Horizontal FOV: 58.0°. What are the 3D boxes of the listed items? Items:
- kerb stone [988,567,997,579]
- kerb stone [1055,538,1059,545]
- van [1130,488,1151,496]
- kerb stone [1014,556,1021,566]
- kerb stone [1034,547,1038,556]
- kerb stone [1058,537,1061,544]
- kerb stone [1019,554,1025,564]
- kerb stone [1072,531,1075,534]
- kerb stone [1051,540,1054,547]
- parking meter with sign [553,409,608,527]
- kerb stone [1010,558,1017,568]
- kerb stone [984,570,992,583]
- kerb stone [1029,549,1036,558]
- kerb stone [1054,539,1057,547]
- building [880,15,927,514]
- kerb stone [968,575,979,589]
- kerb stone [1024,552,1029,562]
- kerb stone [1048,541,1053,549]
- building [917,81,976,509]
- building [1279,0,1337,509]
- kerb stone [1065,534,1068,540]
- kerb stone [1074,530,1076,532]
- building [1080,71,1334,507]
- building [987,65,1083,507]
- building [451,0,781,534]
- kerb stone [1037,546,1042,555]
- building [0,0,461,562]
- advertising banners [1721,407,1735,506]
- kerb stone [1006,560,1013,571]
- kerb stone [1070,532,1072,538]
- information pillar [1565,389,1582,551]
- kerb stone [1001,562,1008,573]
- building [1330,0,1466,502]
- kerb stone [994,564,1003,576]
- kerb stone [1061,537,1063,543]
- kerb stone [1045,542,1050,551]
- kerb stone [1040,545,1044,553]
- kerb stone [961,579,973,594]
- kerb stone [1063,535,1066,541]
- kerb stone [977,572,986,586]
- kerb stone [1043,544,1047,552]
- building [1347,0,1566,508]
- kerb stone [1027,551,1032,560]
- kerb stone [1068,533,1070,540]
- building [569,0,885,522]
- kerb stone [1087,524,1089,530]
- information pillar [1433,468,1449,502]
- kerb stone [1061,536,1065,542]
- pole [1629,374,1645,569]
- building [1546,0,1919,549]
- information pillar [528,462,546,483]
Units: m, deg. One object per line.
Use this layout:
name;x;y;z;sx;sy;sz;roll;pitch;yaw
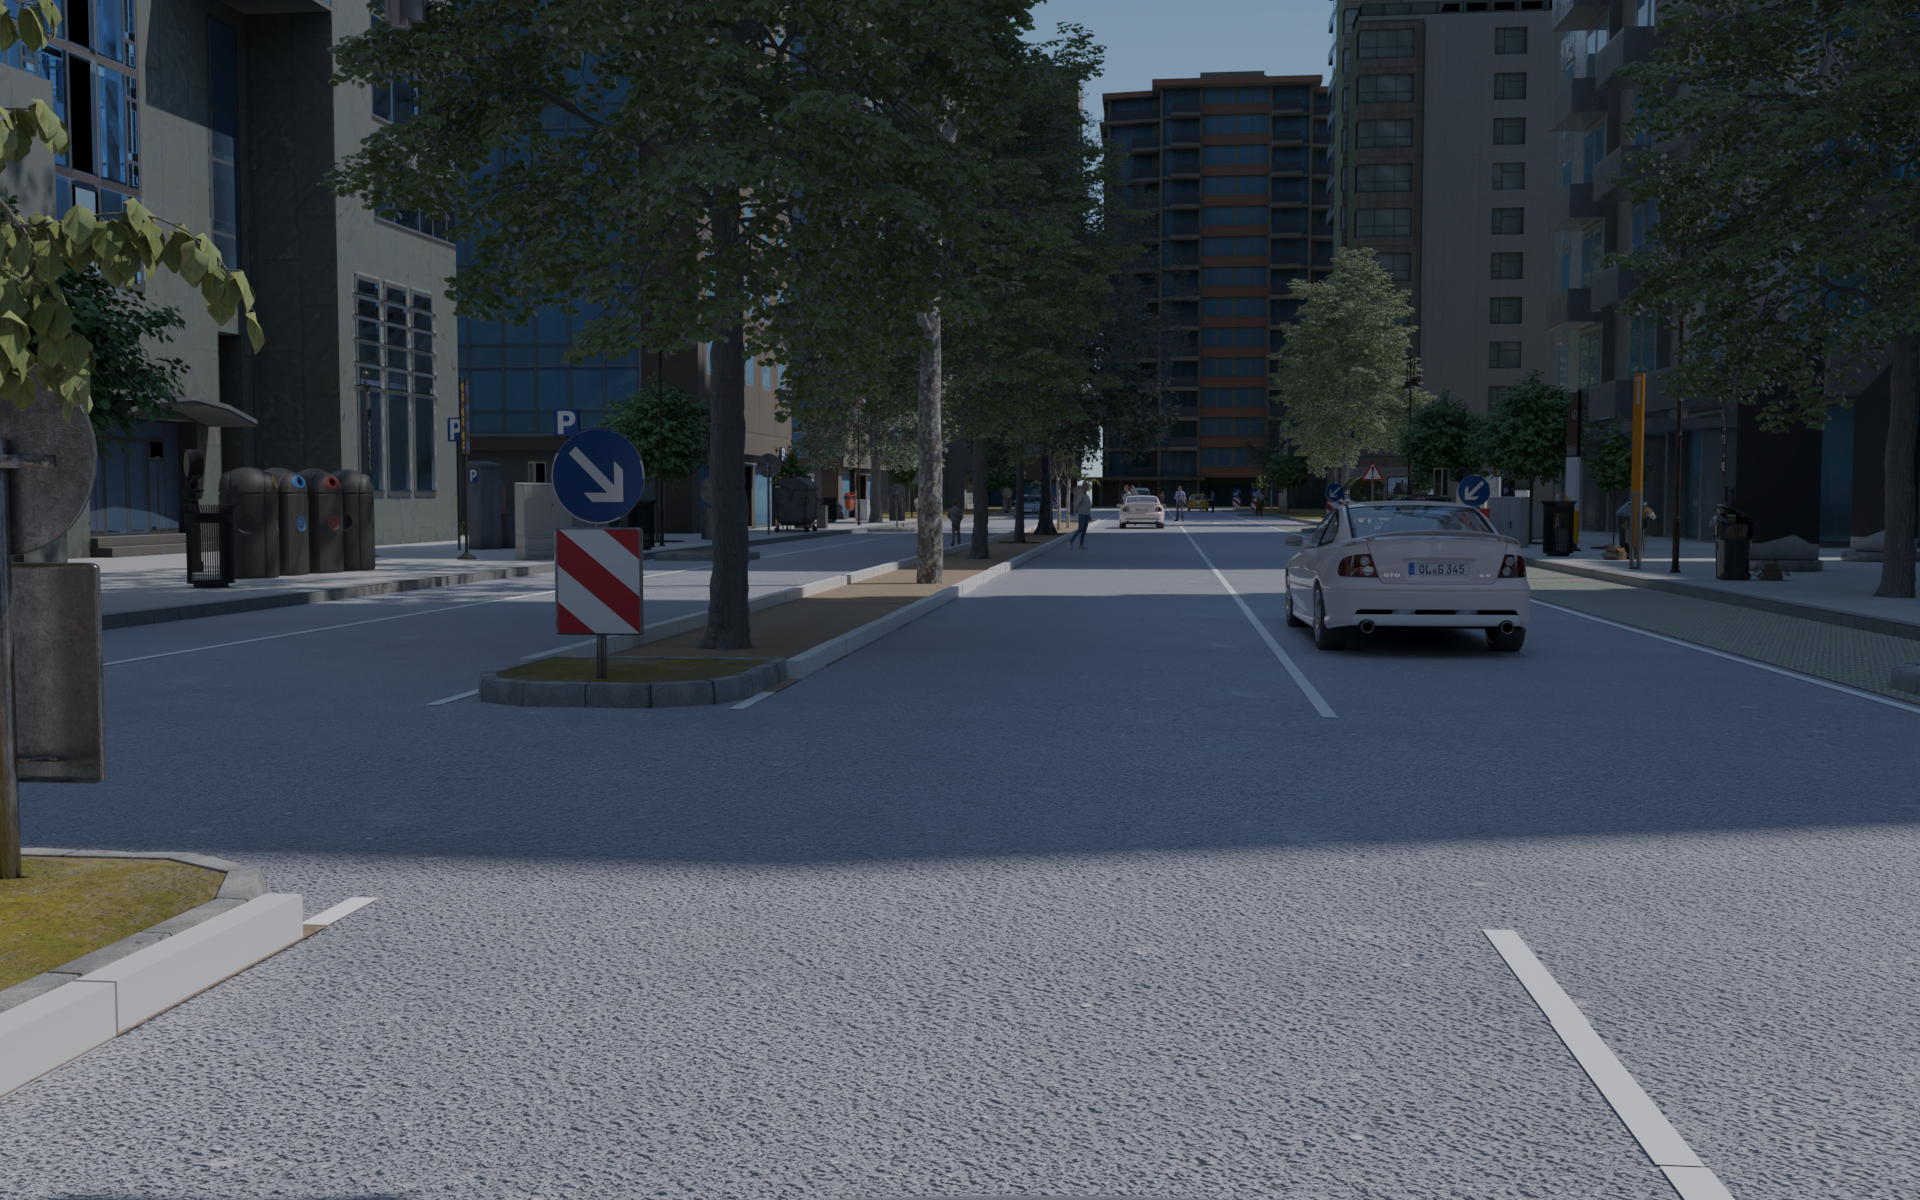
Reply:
kerb stone;0.478;-0.413;29.091;0.120;0.150;1.000;0;4;6
kerb stone;2.558;-1.543;47.416;0.120;0.150;1.000;0;4;6
van;12.360;-6.853;119.061;2.013;2.044;4.112;0;4;6
kerb stone;1.060;-0.732;34.170;0.120;0.150;1.000;0;4;6
kerb stone;1.620;-1.044;39.261;0.120;0.150;1.000;0;4;6
kerb stone;2.668;-1.604;48.435;0.120;0.150;1.000;0;4;6
kerb stone;1.174;-0.795;35.192;0.120;0.150;1.000;0;4;6
kerb stone;3.590;-2.103;56.580;0.120;0.150;1.000;0;4;6
kerb stone;2.320;-1.418;45.376;0.120;0.150;1.000;0;4;6
parking meter with sign;-7.931;-2.460;36.490;0.543;3.016;1.738;1;4;11
kerb stone;0.943;-0.662;33.155;0.120;0.150;1.000;0;4;6
kerb stone;0.372;-0.355;28.074;0.120;0.150;1.000;0;4;6
kerb stone;1.518;-0.981;38.241;0.120;0.150;1.000;0;4;6
kerb stone;2.437;-1.475;46.401;0.120;0.150;1.000;0;4;6
building;-14.159;-30.544;119.005;23.786;49.044;30.456;0;4;6
kerb stone;0.145;-0.232;26.042;0.120;0.150;1.000;0;4;6
kerb stone;1.286;-0.854;36.208;0.120;0.150;1.000;0;4;6
kerb stone;2.218;-1.356;44.358;0.120;0.150;1.000;0;4;6
building;-4.818;-28.805;154.555;14.086;41.232;14.154;0;4;6
building;38.685;-50.603;140.032;22.319;86.520;31.000;0;4;6
kerb stone;3.120;-1.853;52.508;0.120;0.150;1.000;0;4;6
kerb stone;3.700;-2.165;57.600;0.120;0.150;1.000;0;4;6
building;27.683;-32.295;182.644;28.867;44.769;22.147;0;4;6
building;5.561;-32.537;182.092;14.200;45.320;14.600;0;4;6
building;-14.398;-25.184;61.874;14.600;45.320;14.200;0;4;6
kerb stone;1.747;-1.096;40.285;0.120;0.150;1.000;0;4;6
building;-24.678;-43.937;31.035;22.319;86.520;31.000;0;4;6
advertising banners;15.807;-2.410;35.595;0.090;3.025;2.074;2;4;33
kerb stone;0.836;-0.608;32.138;0.120;0.150;1.000;0;4;6
kerb stone;3.354;-1.978;54.543;0.120;0.150;1.000;0;4;6
information pillar;13.780;-2.909;38.915;0.183;3.616;0.504;-1;4;-10
kerb stone;0.711;-0.544;31.122;0.120;0.150;1.000;0;4;6
building;32.698;-26.638;119.131;14.154;41.232;14.086;0;4;6
kerb stone;0.591;-0.484;30.106;0.120;0.150;1.000;0;4;6
kerb stone;2.780;-1.665;49.456;0.120;0.150;1.000;0;4;6
kerb stone;2.097;-1.293;43.339;0.120;0.150;1.000;0;4;6
kerb stone;1.860;-1.169;41.305;0.120;0.150;1.000;0;4;6
kerb stone;0.036;-0.173;25.025;0.120;0.150;1.000;0;4;6
kerb stone;2.999;-1.792;51.489;0.120;0.150;1.000;0;4;6
kerb stone;0.255;-0.297;27.058;0.120;0.150;1.000;0;4;6
kerb stone;1.980;-1.228;42.322;0.120;0.150;1.000;0;4;6
building;30.494;-20.417;105.513;14.160;30.474;14.107;0;4;6
kerb stone;1.405;-0.915;37.223;0.120;0.150;1.000;0;4;6
kerb stone;3.235;-1.915;53.526;0.120;0.150;1.000;0;4;6
building;-12.085;-27.283;96.188;14.600;45.320;14.200;0;4;6
kerb stone;4.958;-2.850;68.794;0.120;0.150;1.000;0;4;6
information pillar;13.607;-2.725;49.042;0.304;2.012;0.304;-3;5;-40
kerb stone;2.892;-1.729;50.472;0.120;0.150;1.000;0;4;6
pole;11.528;-2.180;29.478;0.158;3.312;0.155;0;3;0
building;30.921;-26.401;51.269;23.786;49.044;30.456;0;4;6
information pillar;-9.565;-2.126;39.250;0.304;2.012;0.304;-3;5;-40
